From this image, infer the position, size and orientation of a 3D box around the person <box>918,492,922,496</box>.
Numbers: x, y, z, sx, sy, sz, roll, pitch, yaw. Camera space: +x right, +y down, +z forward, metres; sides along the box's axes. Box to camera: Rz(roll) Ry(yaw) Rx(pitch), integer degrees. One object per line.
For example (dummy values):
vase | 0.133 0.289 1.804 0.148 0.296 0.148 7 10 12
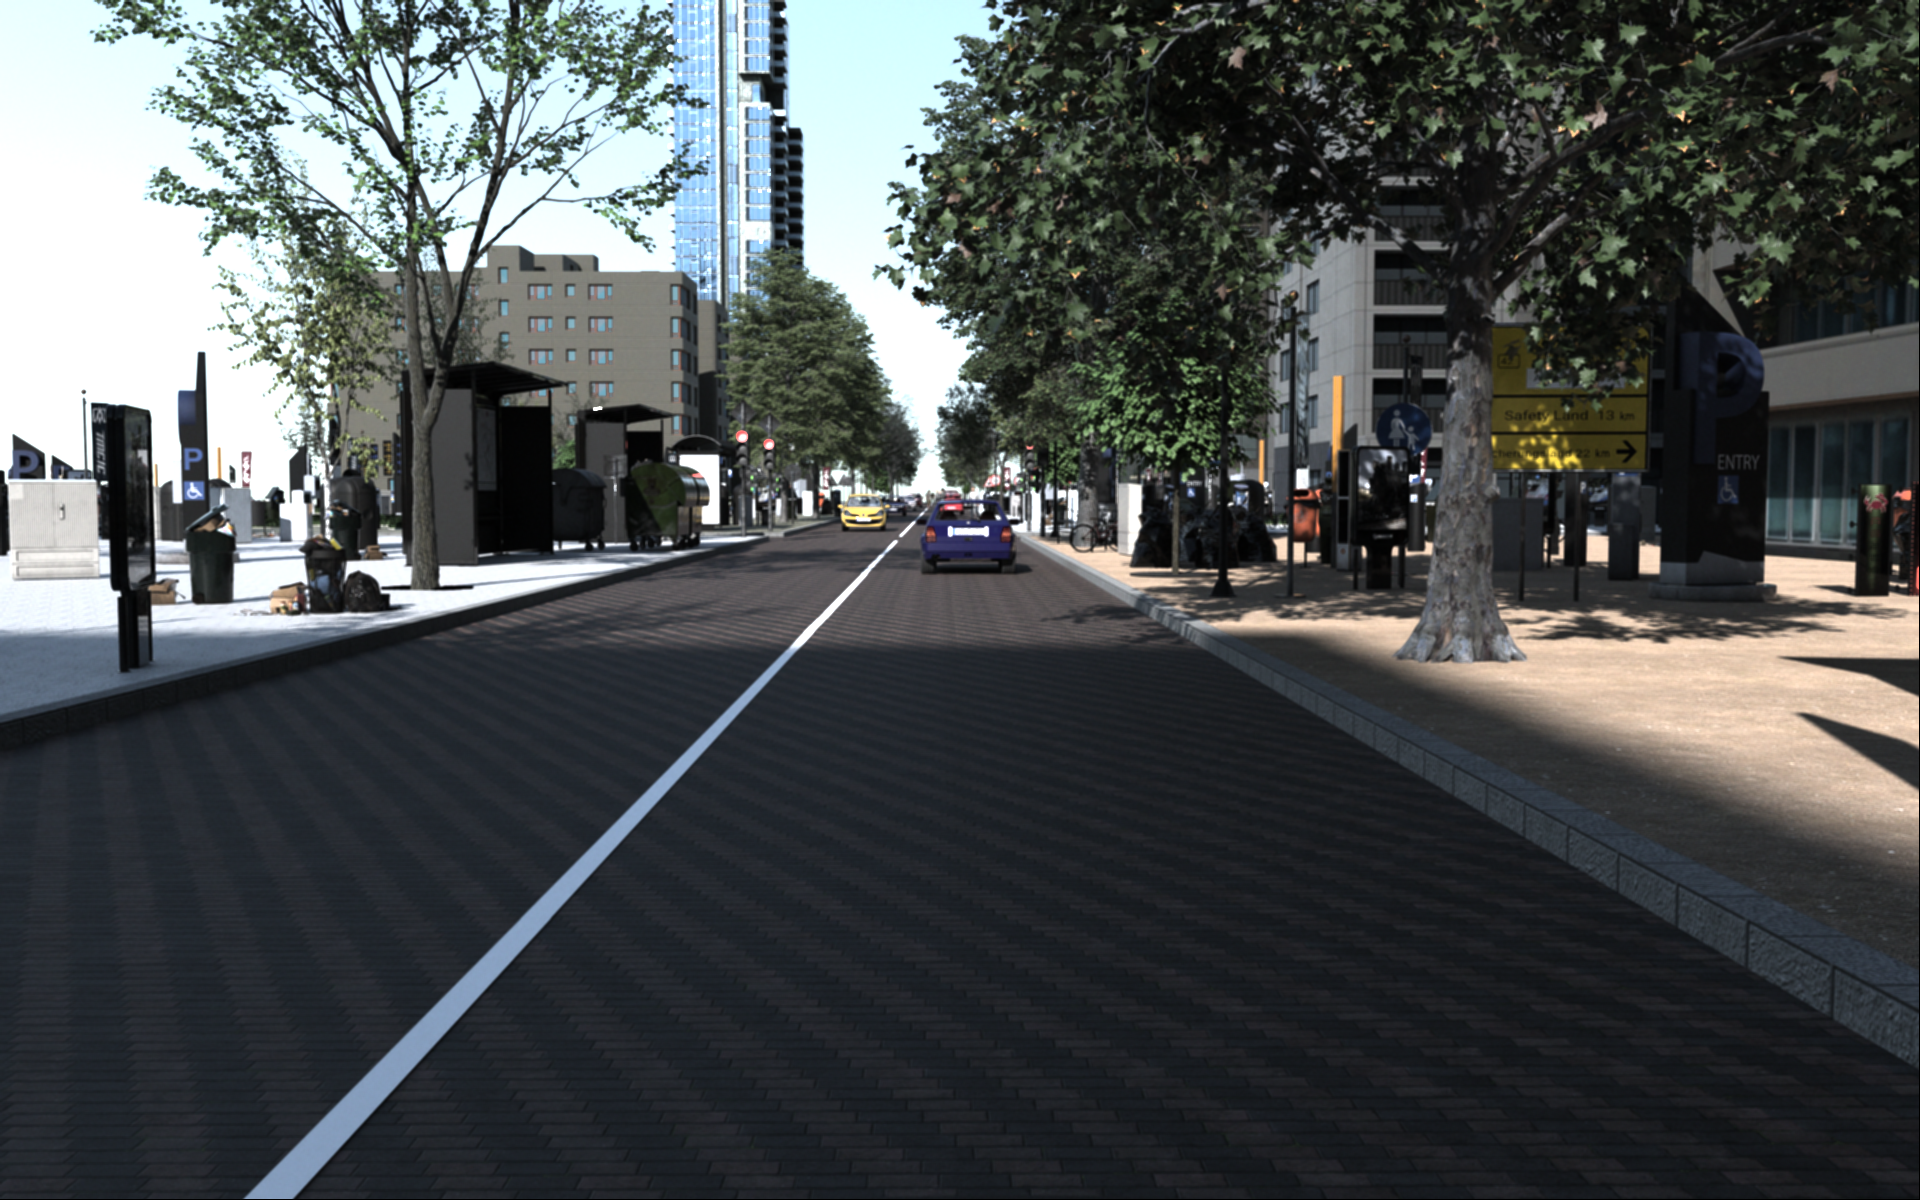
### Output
person | -6.368 -15.762 266.943 1.217 1.736 0.721 0 4 -7

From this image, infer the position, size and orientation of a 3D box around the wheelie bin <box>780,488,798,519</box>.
wheelie bin | -8.702 -4.880 87.702 0.980 1.594 0.693 -3 5 -40

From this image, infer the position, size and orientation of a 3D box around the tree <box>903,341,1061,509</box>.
tree | 2.238 -10.095 99.463 8.767 10.594 7.601 1 4 16

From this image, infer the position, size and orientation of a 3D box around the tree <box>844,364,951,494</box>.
tree | -8.103 -15.282 160.227 12.009 13.543 11.850 0 3 0

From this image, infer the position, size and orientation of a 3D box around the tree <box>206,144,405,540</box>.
tree | -13.516 -5.276 36.625 4.737 8.622 4.395 0 3 0

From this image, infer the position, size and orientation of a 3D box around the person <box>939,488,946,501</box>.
person | -1.166 -5.803 103.651 0.573 1.790 0.520 2 4 23

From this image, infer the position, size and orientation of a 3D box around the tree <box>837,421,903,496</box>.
tree | -9.193 -14.614 173.355 8.767 10.594 7.601 1 4 16

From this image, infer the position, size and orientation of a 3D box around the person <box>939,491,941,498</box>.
person | -2.392 -11.794 201.862 0.617 1.759 0.750 3 4 37

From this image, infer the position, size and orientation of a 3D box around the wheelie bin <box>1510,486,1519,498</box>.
wheelie bin | 32.510 -5.658 100.411 0.980 1.594 0.693 -3 4 -37

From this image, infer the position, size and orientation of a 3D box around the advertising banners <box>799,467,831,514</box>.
advertising banners | -9.287 -7.028 111.100 2.074 3.025 0.090 -1 4 -19

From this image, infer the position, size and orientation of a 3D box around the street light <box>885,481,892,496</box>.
street light | -7.563 -11.865 166.531 1.470 5.913 1.316 0 4 -1

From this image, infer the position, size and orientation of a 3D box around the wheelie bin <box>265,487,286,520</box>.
wheelie bin | -28.724 -3.964 72.716 0.693 1.594 0.980 -3 5 -45

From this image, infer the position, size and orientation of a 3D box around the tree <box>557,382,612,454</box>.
tree | -24.368 -9.874 111.806 4.360 8.622 3.978 0 3 0

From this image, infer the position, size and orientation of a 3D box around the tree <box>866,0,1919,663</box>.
tree | 4.047 -5.883 13.190 9.611 12.733 9.660 0 3 0

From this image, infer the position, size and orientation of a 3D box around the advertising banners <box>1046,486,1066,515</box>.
advertising banners | 5.883 -6.748 106.515 2.074 3.025 0.090 2 4 34

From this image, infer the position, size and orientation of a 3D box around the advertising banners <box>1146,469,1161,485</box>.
advertising banners | 13.872 -7.797 123.675 0.090 3.025 2.074 -2 4 -24

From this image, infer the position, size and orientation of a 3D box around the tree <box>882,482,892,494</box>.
tree | -8.761 -13.097 208.731 1.663 3.219 1.824 0 3 0

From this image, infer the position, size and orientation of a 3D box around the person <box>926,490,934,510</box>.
person | -2.819 -9.290 160.390 0.705 1.824 1.348 2 4 30

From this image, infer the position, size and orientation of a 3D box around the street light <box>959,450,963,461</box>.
street light | 0.901 -12.750 181.000 1.470 5.913 1.316 0 4 -1

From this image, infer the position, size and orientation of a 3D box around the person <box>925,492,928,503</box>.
person | -5.392 -16.809 283.416 1.350 1.814 0.705 -2 4 -31

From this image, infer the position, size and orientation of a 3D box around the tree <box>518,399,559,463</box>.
tree | -32.426 -11.036 130.803 4.737 8.622 4.395 0 3 0

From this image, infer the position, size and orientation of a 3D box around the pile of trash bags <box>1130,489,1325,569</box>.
pile of trash bags | 4.624 -1.263 30.404 3.447 1.369 1.912 2 4 25

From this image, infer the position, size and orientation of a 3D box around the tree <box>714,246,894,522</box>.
tree | -7.885 -9.897 79.936 7.486 12.596 7.792 0 3 0

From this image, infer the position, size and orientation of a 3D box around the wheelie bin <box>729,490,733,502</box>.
wheelie bin | -16.239 -6.851 119.914 0.980 1.594 0.693 -2 4 -29

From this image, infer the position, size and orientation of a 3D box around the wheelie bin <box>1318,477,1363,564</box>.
wheelie bin | 6.996 -1.461 31.791 0.980 1.594 0.693 3 5 43

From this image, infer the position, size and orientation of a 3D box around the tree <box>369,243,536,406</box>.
tree | -14.138 -5.976 48.066 4.360 8.622 3.978 0 3 0

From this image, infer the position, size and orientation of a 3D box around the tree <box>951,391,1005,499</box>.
tree | 1.200 -17.816 201.658 12.009 13.543 11.850 0 3 0

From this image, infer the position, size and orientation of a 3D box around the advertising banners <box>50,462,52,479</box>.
advertising banners | -48.153 -5.839 91.657 0.090 3.025 2.074 -2 4 -30

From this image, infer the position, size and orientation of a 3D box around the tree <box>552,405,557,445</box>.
tree | -25.433 -8.953 96.740 4.360 8.622 3.978 0 3 0

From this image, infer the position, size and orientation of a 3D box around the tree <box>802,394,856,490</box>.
tree | -8.044 -9.044 98.229 4.360 8.622 3.978 0 3 0

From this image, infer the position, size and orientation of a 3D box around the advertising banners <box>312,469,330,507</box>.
advertising banners | -44.737 -7.630 120.932 2.074 3.025 0.090 -3 5 -44

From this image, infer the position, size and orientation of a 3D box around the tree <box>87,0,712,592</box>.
tree | -7.072 -5.953 23.082 9.928 11.665 9.643 0 3 0

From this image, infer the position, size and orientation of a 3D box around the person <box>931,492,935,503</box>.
person | -4.551 -17.206 289.919 1.348 1.812 0.705 0 4 -2

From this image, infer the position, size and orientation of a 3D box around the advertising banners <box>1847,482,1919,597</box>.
advertising banners | 12.144 -1.563 21.743 2.074 3.025 0.090 -1 4 -10

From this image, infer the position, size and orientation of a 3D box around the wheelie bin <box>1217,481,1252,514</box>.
wheelie bin | 6.891 -2.182 43.576 0.980 1.594 0.693 3 5 43

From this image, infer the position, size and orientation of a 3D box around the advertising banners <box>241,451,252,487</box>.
advertising banners | -29.791 -4.565 70.820 2.074 3.025 0.090 1 4 16

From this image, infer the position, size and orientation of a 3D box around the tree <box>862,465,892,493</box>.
tree | -9.082 -12.563 189.122 4.285 4.588 4.351 0 3 0

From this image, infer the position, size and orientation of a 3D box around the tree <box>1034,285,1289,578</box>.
tree | 3.448 -2.650 27.041 4.285 4.588 4.351 0 3 0

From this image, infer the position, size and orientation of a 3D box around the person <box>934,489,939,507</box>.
person | -1.795 -7.576 132.544 0.526 1.800 0.537 -2 4 -23

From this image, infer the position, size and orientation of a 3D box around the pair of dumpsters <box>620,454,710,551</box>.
pair of dumpsters | -6.907 -2.336 40.685 1.574 2.255 4.437 0 4 -1

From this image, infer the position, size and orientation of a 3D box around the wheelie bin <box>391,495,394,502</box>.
wheelie bin | -27.062 -4.657 84.043 0.980 1.594 0.693 -2 4 -30

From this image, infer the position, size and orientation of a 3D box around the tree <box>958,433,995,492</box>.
tree | 1.908 -12.716 158.263 4.360 8.622 3.978 0 3 0

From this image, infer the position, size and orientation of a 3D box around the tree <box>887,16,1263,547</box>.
tree | 3.107 -8.269 41.848 9.857 13.997 8.962 0 3 0

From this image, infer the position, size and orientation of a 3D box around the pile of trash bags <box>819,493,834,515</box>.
pile of trash bags | -8.764 -6.004 107.920 1.912 1.369 3.447 0 4 0

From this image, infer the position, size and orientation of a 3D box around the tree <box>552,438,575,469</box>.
tree | -19.010 -6.325 87.120 4.285 4.588 4.351 0 3 0

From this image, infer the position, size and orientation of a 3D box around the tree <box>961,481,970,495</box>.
tree | 0.844 -16.812 269.478 1.663 3.219 1.824 0 3 0

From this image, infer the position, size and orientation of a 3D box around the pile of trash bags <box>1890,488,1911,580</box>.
pile of trash bags | 14.972 -0.995 26.019 1.912 1.369 3.447 0 4 1

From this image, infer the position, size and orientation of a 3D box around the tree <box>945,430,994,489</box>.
tree | 1.267 -20.411 251.848 7.486 12.596 7.792 0 3 0

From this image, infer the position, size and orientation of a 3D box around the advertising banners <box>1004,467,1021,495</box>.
advertising banners | 3.779 -7.079 111.927 2.074 3.025 0.090 0 4 6

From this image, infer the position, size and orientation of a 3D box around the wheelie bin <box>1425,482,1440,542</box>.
wheelie bin | 12.749 -2.327 45.952 0.693 1.594 0.980 -1 4 -12

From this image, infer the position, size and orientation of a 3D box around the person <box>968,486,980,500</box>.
person | 0.744 -4.931 88.960 0.661 1.843 0.795 2 4 25

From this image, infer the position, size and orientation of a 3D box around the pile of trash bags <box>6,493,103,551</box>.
pile of trash bags | -21.299 -1.841 39.846 3.447 1.369 1.912 1 4 11

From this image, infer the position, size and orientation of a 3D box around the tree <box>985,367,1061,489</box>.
tree | 3.506 -8.368 87.181 4.737 8.622 4.395 0 3 0

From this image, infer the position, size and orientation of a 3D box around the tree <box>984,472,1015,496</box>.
tree | 3.053 -8.053 126.274 1.663 3.219 1.824 0 3 0

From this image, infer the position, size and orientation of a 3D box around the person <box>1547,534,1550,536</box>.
person | 18.653 -2.742 55.140 0.589 1.601 0.330 -2 4 -28

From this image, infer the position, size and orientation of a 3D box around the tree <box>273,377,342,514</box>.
tree | -39.743 -9.526 106.106 4.360 8.622 3.978 0 3 0

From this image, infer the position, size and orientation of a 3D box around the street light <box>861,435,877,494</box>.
street light | -7.225 -10.009 136.186 1.470 5.913 1.316 0 4 -1
